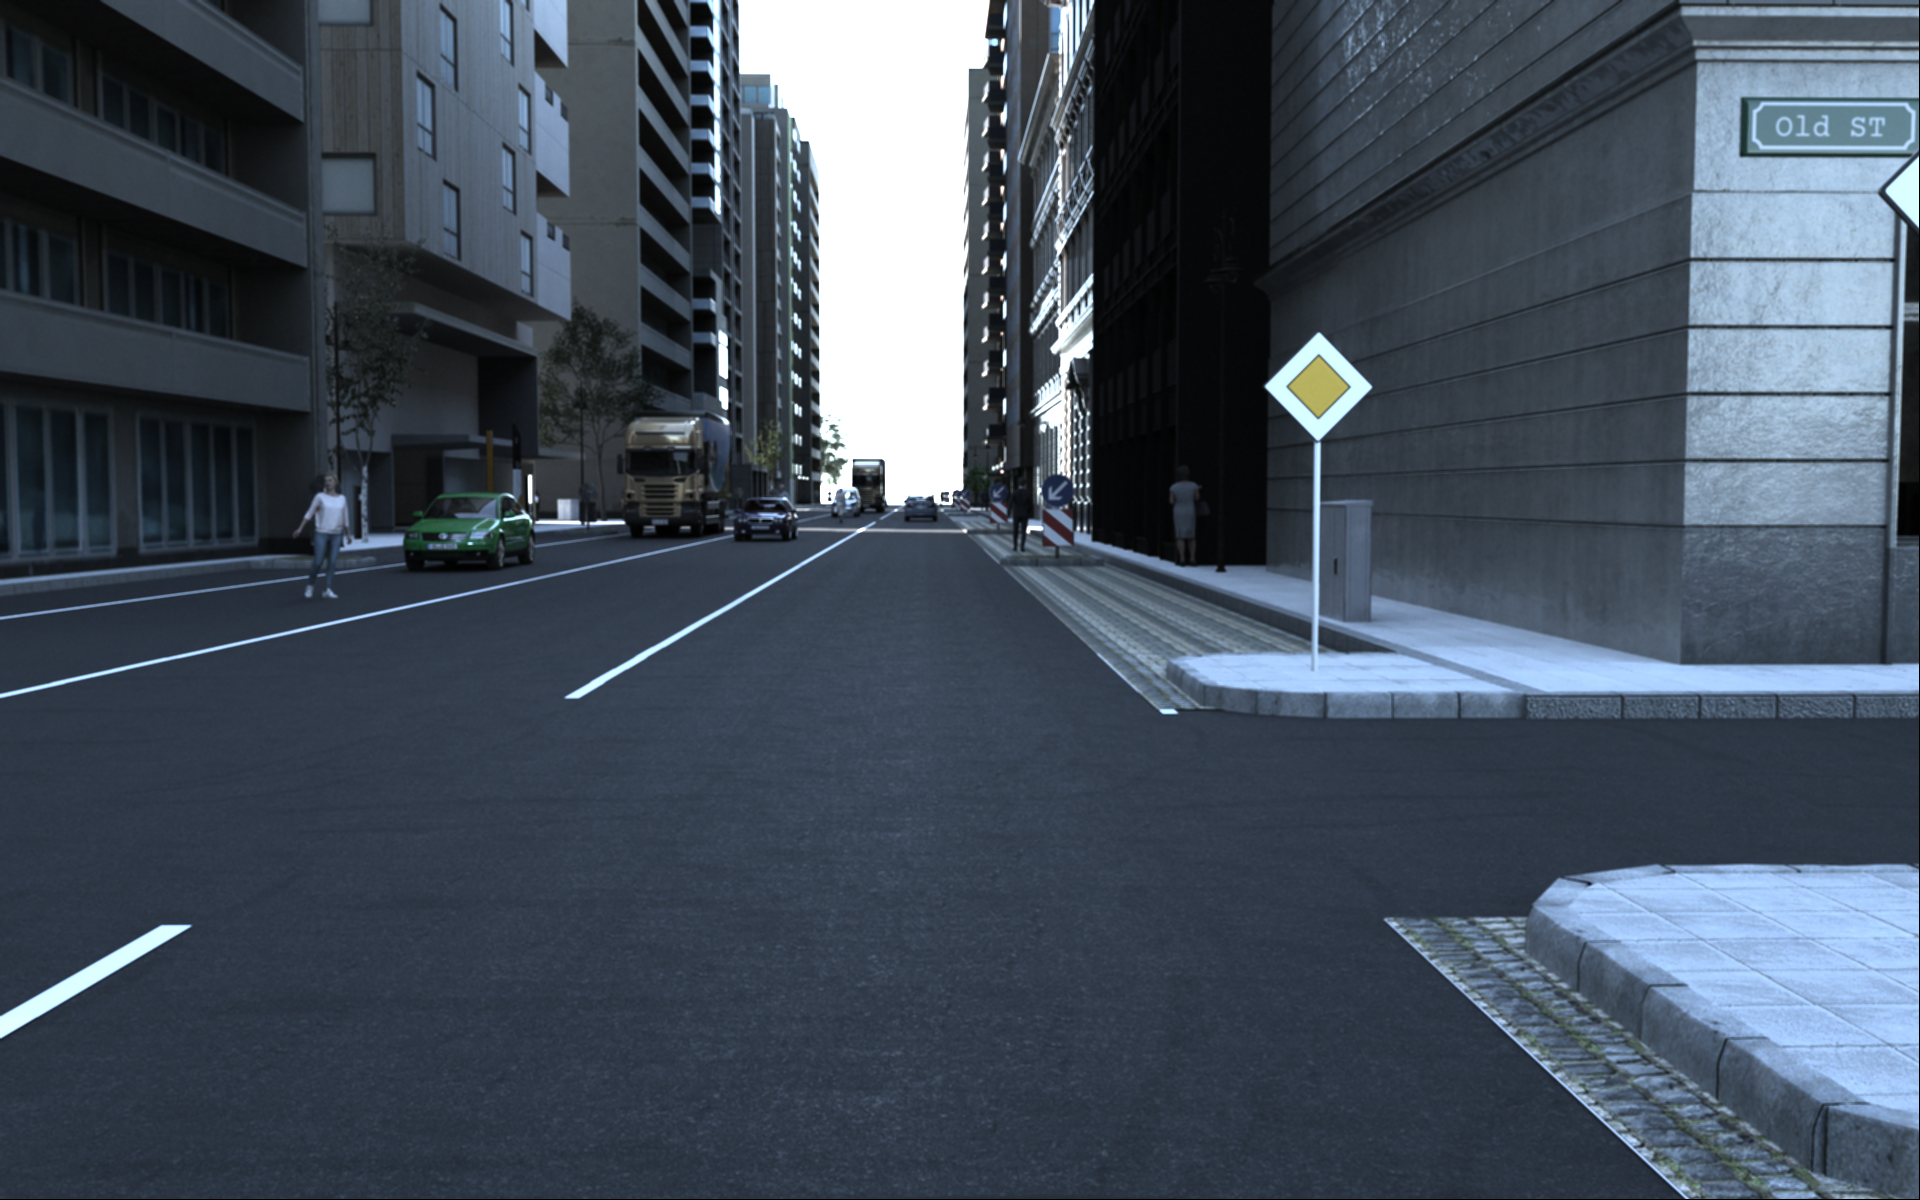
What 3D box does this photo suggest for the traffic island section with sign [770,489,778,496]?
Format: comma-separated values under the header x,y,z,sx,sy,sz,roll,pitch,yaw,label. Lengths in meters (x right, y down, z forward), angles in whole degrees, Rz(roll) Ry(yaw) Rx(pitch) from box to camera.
x,y,z,sx,sy,sz,roll,pitch,yaw,label
-14.891,-7.979,139.082,1.989,1.847,2.006,0,4,-1,traffic island section with sign

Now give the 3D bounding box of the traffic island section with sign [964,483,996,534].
x,y,z,sx,sy,sz,roll,pitch,yaw,label
1.244,-3.273,62.137,1.989,1.847,2.006,0,4,-1,traffic island section with sign

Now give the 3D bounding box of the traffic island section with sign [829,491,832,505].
x,y,z,sx,sy,sz,roll,pitch,yaw,label
-16.604,-13.018,221.477,1.989,1.847,2.006,0,4,-1,traffic island section with sign

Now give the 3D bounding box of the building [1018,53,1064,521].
x,y,z,sx,sy,sz,roll,pitch,yaw,label
8.956,-14.745,77.238,11.583,22.565,21.152,0,4,-1,building

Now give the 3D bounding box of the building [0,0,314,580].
x,y,z,sx,sy,sz,roll,pitch,yaw,label
-24.064,-24.564,25.317,21.300,48.544,21.600,0,4,-1,building

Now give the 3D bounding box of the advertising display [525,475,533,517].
x,y,z,sx,sy,sz,roll,pitch,yaw,label
-14.628,-3.276,58.772,0.123,1.923,0.974,0,4,-6,advertising display

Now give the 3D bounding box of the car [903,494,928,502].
x,y,z,sx,sy,sz,roll,pitch,yaw,label
-2.706,-6.352,115.657,2.131,1.459,4.920,0,4,-2,car

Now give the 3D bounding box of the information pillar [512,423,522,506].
x,y,z,sx,sy,sz,roll,pitch,yaw,label
-14.713,-4.047,57.520,0.183,3.616,0.504,1,4,10,information pillar

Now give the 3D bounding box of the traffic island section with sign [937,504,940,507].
x,y,z,sx,sy,sz,roll,pitch,yaw,label
-1.534,-11.404,195.075,1.989,1.847,2.006,0,4,-1,traffic island section with sign

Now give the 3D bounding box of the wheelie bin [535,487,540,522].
x,y,z,sx,sy,sz,roll,pitch,yaw,label
-19.873,-4.420,80.177,0.980,1.594,0.693,1,4,17,wheelie bin

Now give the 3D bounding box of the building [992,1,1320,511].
x,y,z,sx,sy,sz,roll,pitch,yaw,label
14.456,-30.509,118.434,23.786,49.044,30.456,0,4,-1,building

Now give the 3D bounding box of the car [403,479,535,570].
x,y,z,sx,sy,sz,roll,pitch,yaw,label
-9.578,-1.542,34.001,1.959,1.807,4.718,0,4,-2,car

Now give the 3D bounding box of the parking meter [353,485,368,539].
x,y,z,sx,sy,sz,roll,pitch,yaw,label
-17.142,-2.515,49.530,0.372,1.533,0.369,0,3,0,parking meter

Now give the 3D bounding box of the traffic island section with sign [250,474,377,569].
x,y,z,sx,sy,sz,roll,pitch,yaw,label
-12.693,-1.567,34.242,1.989,1.847,2.006,0,4,-1,traffic island section with sign

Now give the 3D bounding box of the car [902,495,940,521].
x,y,z,sx,sy,sz,roll,pitch,yaw,label
-2.087,-4.940,92.768,2.014,1.417,4.499,0,4,-1,car

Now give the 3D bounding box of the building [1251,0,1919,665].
x,y,z,sx,sy,sz,roll,pitch,yaw,label
26.672,-14.923,20.407,44.131,29.872,17.030,0,4,-1,building

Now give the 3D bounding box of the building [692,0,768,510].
x,y,z,sx,sy,sz,roll,pitch,yaw,label
-27.355,-43.459,148.812,20.563,71.187,20.611,0,4,-1,building

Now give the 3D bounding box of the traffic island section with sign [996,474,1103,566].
x,y,z,sx,sy,sz,roll,pitch,yaw,label
1.809,-1.613,34.997,1.989,1.847,2.006,0,4,-1,traffic island section with sign

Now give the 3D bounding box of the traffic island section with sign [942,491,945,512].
x,y,z,sx,sy,sz,roll,pitch,yaw,label
-0.358,-7.976,139.036,1.989,1.847,2.006,0,4,-1,traffic island section with sign

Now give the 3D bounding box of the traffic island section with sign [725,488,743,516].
x,y,z,sx,sy,sz,roll,pitch,yaw,label
-14.322,-6.331,112.133,1.989,1.847,2.006,0,4,-1,traffic island section with sign

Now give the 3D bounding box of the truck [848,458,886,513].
x,y,z,sx,sy,sz,roll,pitch,yaw,label
-7.225,-9.052,136.918,2.839,4.237,11.283,0,4,-1,truck

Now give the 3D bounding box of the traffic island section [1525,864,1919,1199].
x,y,z,sx,sy,sz,roll,pitch,yaw,label
2.773,1.085,4.536,2.009,0.180,2.903,0,4,-1,traffic island section

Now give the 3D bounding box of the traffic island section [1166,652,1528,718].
x,y,z,sx,sy,sz,roll,pitch,yaw,label
2.606,0.597,12.520,2.009,0.180,2.903,0,4,-1,traffic island section

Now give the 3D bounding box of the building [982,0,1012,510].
x,y,z,sx,sy,sz,roll,pitch,yaw,label
13.161,-30.185,148.150,22.147,44.769,28.867,0,4,-1,building

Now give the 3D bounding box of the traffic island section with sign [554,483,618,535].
x,y,z,sx,sy,sz,roll,pitch,yaw,label
-13.272,-3.241,61.620,1.989,1.847,2.006,0,4,-1,traffic island section with sign

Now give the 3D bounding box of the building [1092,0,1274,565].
x,y,z,sx,sy,sz,roll,pitch,yaw,label
9.878,-12.766,38.410,12.332,23.373,15.834,0,4,-1,building

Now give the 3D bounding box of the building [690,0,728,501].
x,y,z,sx,sy,sz,roll,pitch,yaw,label
-27.698,-49.535,122.574,22.319,86.520,31.000,0,4,-1,building

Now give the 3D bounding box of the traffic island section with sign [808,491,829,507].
x,y,z,sx,sy,sz,roll,pitch,yaw,label
-16.034,-11.340,194.030,1.989,1.847,2.006,0,4,-1,traffic island section with sign

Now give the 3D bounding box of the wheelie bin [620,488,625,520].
x,y,z,sx,sy,sz,roll,pitch,yaw,label
-16.468,-4.782,86.093,0.980,1.594,0.693,2,4,35,wheelie bin

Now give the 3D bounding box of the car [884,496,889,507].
x,y,z,sx,sy,sz,roll,pitch,yaw,label
-8.786,-10.870,189.724,2.014,1.417,4.499,0,4,-2,car

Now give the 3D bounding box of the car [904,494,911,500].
x,y,z,sx,sy,sz,roll,pitch,yaw,label
-5.183,-11.204,191.983,1.959,1.807,4.718,0,4,-3,car

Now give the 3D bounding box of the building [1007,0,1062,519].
x,y,z,sx,sy,sz,roll,pitch,yaw,label
9.843,-27.252,95.682,14.600,45.320,14.200,0,4,-1,building

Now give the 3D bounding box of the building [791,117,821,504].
x,y,z,sx,sy,sz,roll,pitch,yaw,label
-29.492,-36.830,225.872,21.300,48.544,21.600,0,4,-1,building

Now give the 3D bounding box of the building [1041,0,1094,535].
x,y,z,sx,sy,sz,roll,pitch,yaw,label
8.810,-13.934,56.696,11.050,23.489,19.941,0,4,-1,building

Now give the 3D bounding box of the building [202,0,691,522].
x,y,z,sx,sy,sz,roll,pitch,yaw,label
-27.206,-28.971,97.376,21.300,48.544,21.600,0,4,-1,building

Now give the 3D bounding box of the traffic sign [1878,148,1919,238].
x,y,z,sx,sy,sz,roll,pitch,yaw,label
2.749,-0.138,4.453,0.795,2.593,0.064,0,4,-1,traffic sign

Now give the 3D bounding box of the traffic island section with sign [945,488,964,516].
x,y,z,sx,sy,sz,roll,pitch,yaw,label
0.201,-6.326,112.056,1.989,1.847,2.006,0,4,-1,traffic island section with sign

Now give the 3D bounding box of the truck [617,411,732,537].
x,y,z,sx,sy,sz,roll,pitch,yaw,label
-9.790,-4.383,60.573,2.839,4.237,11.283,0,4,-2,truck

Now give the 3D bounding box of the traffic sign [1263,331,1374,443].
x,y,z,sx,sy,sz,roll,pitch,yaw,label
2.583,-0.627,12.437,0.795,2.593,0.064,0,4,-1,traffic sign

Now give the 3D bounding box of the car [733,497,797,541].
x,y,z,sx,sy,sz,roll,pitch,yaw,label
-6.055,-2.542,54.148,1.945,1.354,3.894,0,4,-1,car

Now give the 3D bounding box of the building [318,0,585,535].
x,y,z,sx,sy,sz,roll,pitch,yaw,label
-29.758,-28.905,61.834,28.713,52.752,27.495,0,4,-1,building

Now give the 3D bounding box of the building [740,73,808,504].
x,y,z,sx,sy,sz,roll,pitch,yaw,label
-30.085,-35.489,199.859,23.786,49.044,30.456,0,4,-1,building
